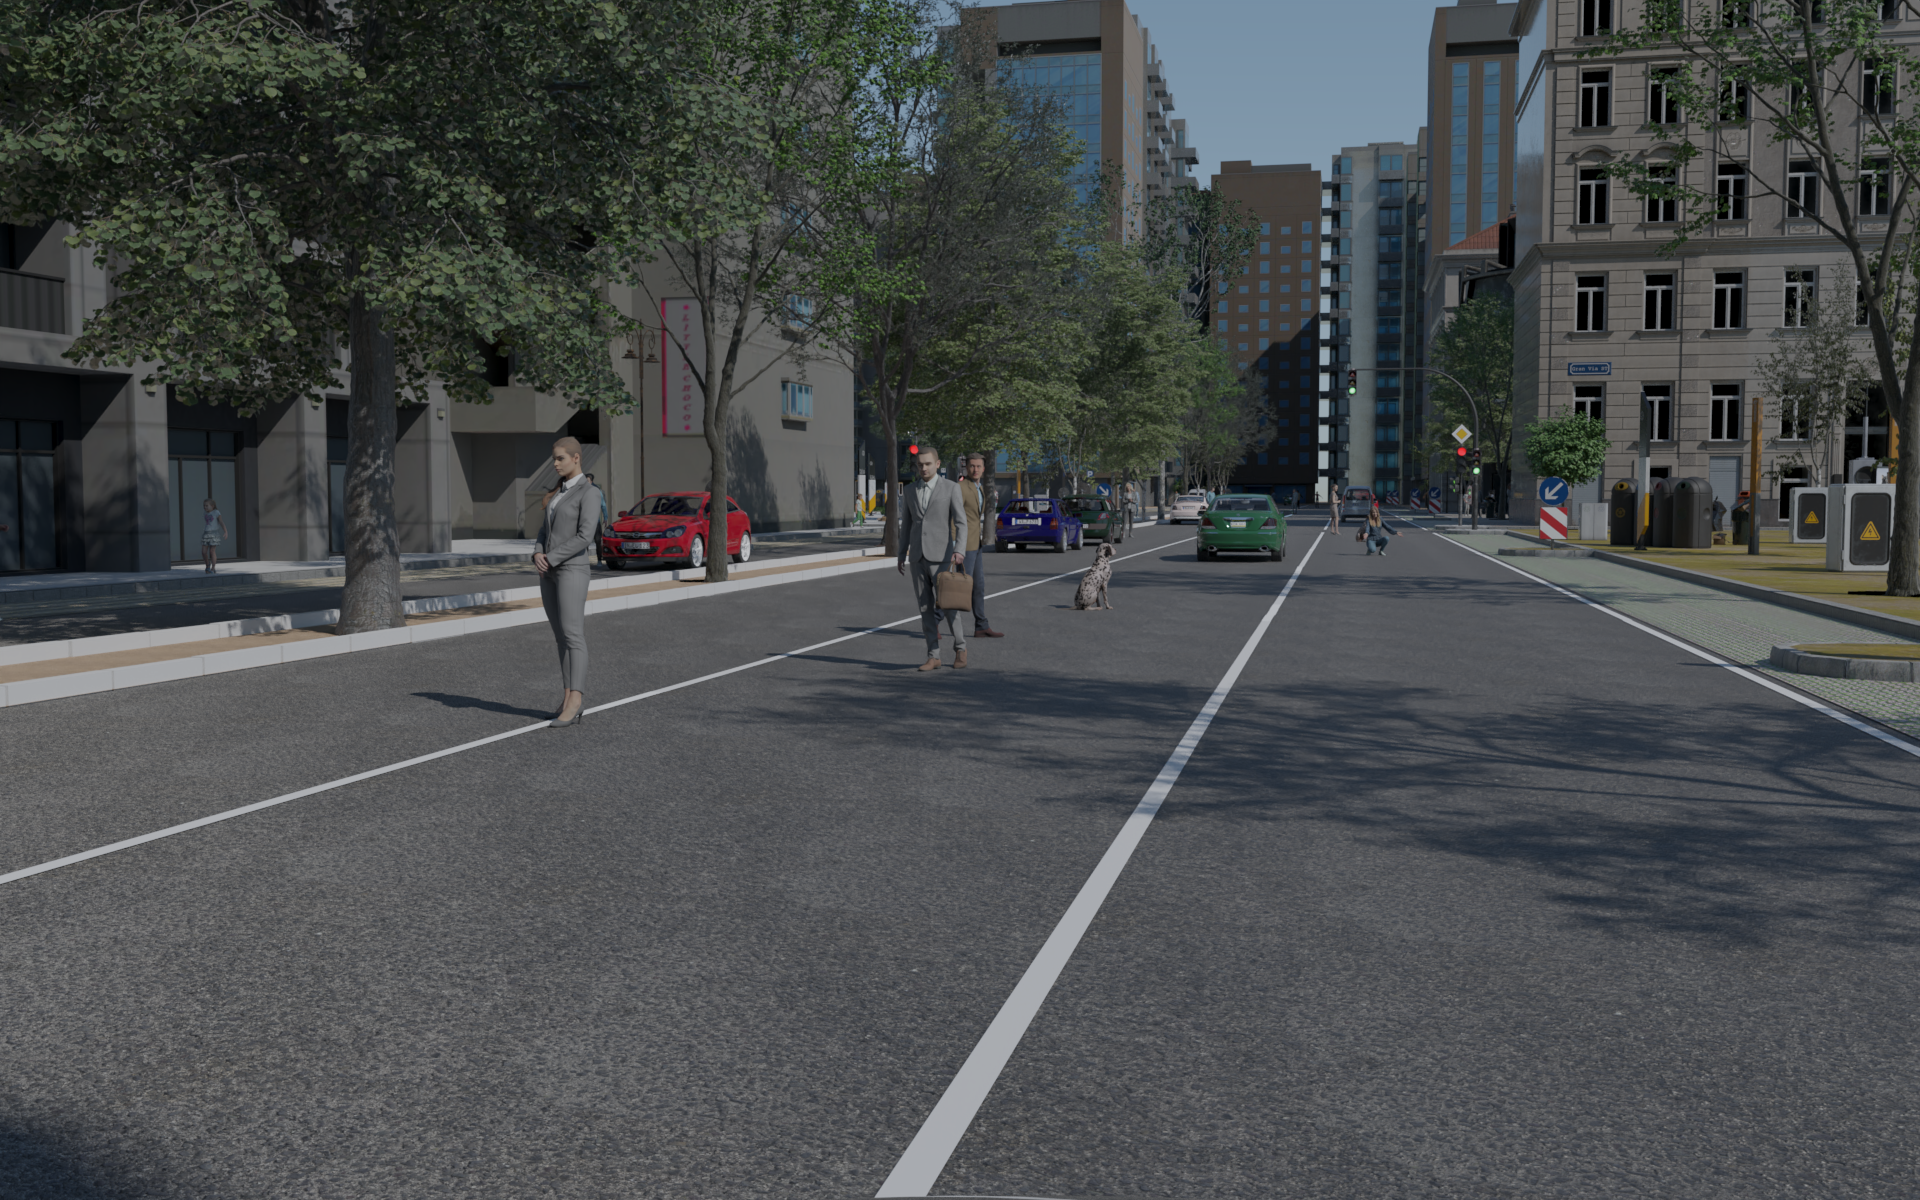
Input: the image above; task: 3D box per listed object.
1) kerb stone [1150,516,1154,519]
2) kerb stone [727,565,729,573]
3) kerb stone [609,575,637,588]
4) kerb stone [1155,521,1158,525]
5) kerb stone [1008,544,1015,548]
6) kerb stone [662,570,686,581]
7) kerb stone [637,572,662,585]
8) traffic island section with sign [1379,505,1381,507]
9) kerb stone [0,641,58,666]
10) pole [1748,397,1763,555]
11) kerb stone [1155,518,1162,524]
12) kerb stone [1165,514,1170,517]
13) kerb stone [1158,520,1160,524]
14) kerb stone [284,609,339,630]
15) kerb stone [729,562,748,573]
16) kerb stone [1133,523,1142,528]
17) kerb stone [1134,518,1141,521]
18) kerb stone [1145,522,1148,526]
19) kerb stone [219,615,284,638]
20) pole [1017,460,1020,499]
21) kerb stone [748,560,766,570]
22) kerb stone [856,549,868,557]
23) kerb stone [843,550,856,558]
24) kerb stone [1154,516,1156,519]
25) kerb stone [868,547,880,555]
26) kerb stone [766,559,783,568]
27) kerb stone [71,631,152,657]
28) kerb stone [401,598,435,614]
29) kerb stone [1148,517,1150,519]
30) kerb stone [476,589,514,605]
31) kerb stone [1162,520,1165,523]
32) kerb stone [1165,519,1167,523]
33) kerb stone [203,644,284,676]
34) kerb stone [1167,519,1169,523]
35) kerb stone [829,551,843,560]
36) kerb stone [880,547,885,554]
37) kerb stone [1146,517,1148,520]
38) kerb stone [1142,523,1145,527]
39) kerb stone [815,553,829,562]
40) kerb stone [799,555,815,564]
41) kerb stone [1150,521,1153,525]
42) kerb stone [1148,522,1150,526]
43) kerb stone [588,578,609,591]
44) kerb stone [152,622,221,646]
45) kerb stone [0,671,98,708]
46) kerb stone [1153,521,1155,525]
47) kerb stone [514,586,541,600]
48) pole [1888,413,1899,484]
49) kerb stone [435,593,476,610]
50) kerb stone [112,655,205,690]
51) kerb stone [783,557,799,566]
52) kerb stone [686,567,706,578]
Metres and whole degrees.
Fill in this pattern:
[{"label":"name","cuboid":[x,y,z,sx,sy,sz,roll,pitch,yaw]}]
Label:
[{"label":"kerb stone","cuboid":[10.741,-4.649,98.209,0.120,0.150,1.000,1,4,13]},{"label":"kerb stone","cuboid":[-4.370,-0.516,30.627,0.120,0.150,1.000,1,4,13]},{"label":"kerb stone","cuboid":[-5.255,-0.271,26.620,0.120,0.150,1.000,1,4,13]},{"label":"kerb stone","cuboid":[8.994,-3.581,80.739,0.120,0.150,1.000,1,4,13]},{"label":"kerb stone","cuboid":[1.480,-1.526,47.151,0.120,0.150,1.000,1,4,13]},{"label":"kerb stone","cuboid":[-4.815,-0.393,28.628,0.120,0.150,1.000,1,4,13]},{"label":"kerb stone","cuboid":[-5.040,-0.324,27.623,0.120,0.150,1.000,1,4,13]},{"label":"traffic island section with sign","cuboid":[48.429,-11.461,196.010,1.989,1.847,2.006,1,4,13]},{"label":"kerb stone","cuboid":[-7.947,0.462,14.636,0.120,0.150,1.000,1,4,13]},{"label":"pole","cuboid":[16.845,-2.619,36.670,0.158,3.312,0.155,0,3,0]},{"label":"kerb stone","cuboid":[9.436,-3.703,82.740,0.120,0.150,1.000,1,4,13]},{"label":"kerb stone","cuboid":[12.987,-5.261,108.217,0.120,0.150,1.000,1,4,13]},{"label":"kerb stone","cuboid":[9.218,-3.637,81.742,0.120,0.150,1.000,1,4,13]},{"label":"kerb stone","cuboid":[-7.046,0.218,18.636,0.120,0.150,1.000,1,4,13]},{"label":"kerb stone","cuboid":[-4.141,-0.574,31.623,0.120,0.150,1.000,1,4,13]},{"label":"kerb stone","cuboid":[7.646,-3.214,74.752,0.120,0.150,1.000,1,4,13]},{"label":"kerb stone","cuboid":[9.402,-4.282,92.202,0.120,0.150,1.000,1,4,13]},{"label":"kerb stone","cuboid":[8.097,-3.332,76.749,0.120,0.150,1.000,1,4,13]},{"label":"kerb stone","cuboid":[-7.268,0.279,17.634,0.120,0.150,1.000,1,4,13]},{"label":"pole","cuboid":[3.469,-6.656,102.670,0.158,3.312,0.155,0,3,0]},{"label":"kerb stone","cuboid":[-3.921,-0.634,32.624,0.120,0.150,1.000,1,4,13]},{"label":"kerb stone","cuboid":[-2.349,-1.062,39.626,0.120,0.150,1.000,1,4,13]},{"label":"kerb stone","cuboid":[-2.583,-1.005,38.625,0.120,0.150,1.000,1,4,13]},{"label":"kerb stone","cuboid":[10.973,-4.710,99.207,0.120,0.150,1.000,1,4,13]},{"label":"kerb stone","cuboid":[-2.128,-1.127,40.628,0.120,0.150,1.000,1,4,13]},{"label":"kerb stone","cuboid":[-3.698,-0.699,33.624,0.120,0.150,1.000,1,4,13]},{"label":"kerb stone","cuboid":[-7.708,0.404,15.638,0.120,0.150,1.000,1,4,13]},{"label":"kerb stone","cuboid":[-6.596,0.096,20.630,0.120,0.150,1.000,1,4,13]},{"label":"kerb stone","cuboid":[10.298,-4.527,96.204,0.120,0.150,1.000,1,4,13]},{"label":"kerb stone","cuboid":[-6.152,-0.026,22.625,0.120,0.150,1.000,1,4,13]},{"label":"kerb stone","cuboid":[9.658,-3.764,83.742,0.120,0.150,1.000,1,4,13]},{"label":"kerb stone","cuboid":[9.889,-3.825,84.738,0.120,0.150,1.000,1,4,13]},{"label":"kerb stone","cuboid":[-5.903,0.492,14.151,0.120,0.150,1.000,1,4,13]},{"label":"kerb stone","cuboid":[10.107,-3.882,85.737,0.120,0.150,1.000,1,4,13]},{"label":"kerb stone","cuboid":[-2.802,-0.943,37.620,0.120,0.150,1.000,1,4,13]},{"label":"kerb stone","cuboid":[-1.899,-1.189,41.636,0.120,0.150,1.000,1,4,13]},{"label":"kerb stone","cuboid":[10.073,-4.464,95.199,0.120,0.150,1.000,1,4,13]},{"label":"kerb stone","cuboid":[7.868,-3.275,75.752,0.120,0.150,1.000,1,4,13]},{"label":"kerb stone","cuboid":[-3.030,-0.882,36.616,0.120,0.150,1.000,1,4,13]},{"label":"kerb stone","cuboid":[-3.246,-0.821,35.617,0.120,0.150,1.000,1,4,13]},{"label":"kerb stone","cuboid":[8.537,-3.459,78.746,0.120,0.150,1.000,1,4,13]},{"label":"kerb stone","cuboid":[8.319,-3.397,77.747,0.120,0.150,1.000,1,4,13]},{"label":"kerb stone","cuboid":[-5.491,-0.204,25.626,0.120,0.150,1.000,1,4,13]},{"label":"kerb stone","cuboid":[-7.492,0.348,16.638,0.120,0.150,1.000,1,4,13]},{"label":"kerb stone","cuboid":[-6.348,0.619,12.146,0.120,0.150,1.000,1,4,13]},{"label":"kerb stone","cuboid":[8.768,-3.519,79.742,0.120,0.150,1.000,1,4,13]},{"label":"kerb stone","cuboid":[-5.934,-0.088,23.630,0.120,0.150,1.000,1,4,13]},{"label":"pole","cuboid":[20.850,-2.744,38.709,0.158,3.312,0.155,0,3,0]},{"label":"kerb stone","cuboid":[-6.373,0.035,21.627,0.120,0.150,1.000,1,4,13]},{"label":"kerb stone","cuboid":[-6.124,0.559,13.143,0.120,0.150,1.000,1,4,13]},{"label":"kerb stone","cuboid":[-3.474,-0.754,34.621,0.120,0.150,1.000,1,4,13]},{"label":"kerb stone","cuboid":[-4.592,-0.449,29.626,0.120,0.150,1.000,1,4,13]}]
